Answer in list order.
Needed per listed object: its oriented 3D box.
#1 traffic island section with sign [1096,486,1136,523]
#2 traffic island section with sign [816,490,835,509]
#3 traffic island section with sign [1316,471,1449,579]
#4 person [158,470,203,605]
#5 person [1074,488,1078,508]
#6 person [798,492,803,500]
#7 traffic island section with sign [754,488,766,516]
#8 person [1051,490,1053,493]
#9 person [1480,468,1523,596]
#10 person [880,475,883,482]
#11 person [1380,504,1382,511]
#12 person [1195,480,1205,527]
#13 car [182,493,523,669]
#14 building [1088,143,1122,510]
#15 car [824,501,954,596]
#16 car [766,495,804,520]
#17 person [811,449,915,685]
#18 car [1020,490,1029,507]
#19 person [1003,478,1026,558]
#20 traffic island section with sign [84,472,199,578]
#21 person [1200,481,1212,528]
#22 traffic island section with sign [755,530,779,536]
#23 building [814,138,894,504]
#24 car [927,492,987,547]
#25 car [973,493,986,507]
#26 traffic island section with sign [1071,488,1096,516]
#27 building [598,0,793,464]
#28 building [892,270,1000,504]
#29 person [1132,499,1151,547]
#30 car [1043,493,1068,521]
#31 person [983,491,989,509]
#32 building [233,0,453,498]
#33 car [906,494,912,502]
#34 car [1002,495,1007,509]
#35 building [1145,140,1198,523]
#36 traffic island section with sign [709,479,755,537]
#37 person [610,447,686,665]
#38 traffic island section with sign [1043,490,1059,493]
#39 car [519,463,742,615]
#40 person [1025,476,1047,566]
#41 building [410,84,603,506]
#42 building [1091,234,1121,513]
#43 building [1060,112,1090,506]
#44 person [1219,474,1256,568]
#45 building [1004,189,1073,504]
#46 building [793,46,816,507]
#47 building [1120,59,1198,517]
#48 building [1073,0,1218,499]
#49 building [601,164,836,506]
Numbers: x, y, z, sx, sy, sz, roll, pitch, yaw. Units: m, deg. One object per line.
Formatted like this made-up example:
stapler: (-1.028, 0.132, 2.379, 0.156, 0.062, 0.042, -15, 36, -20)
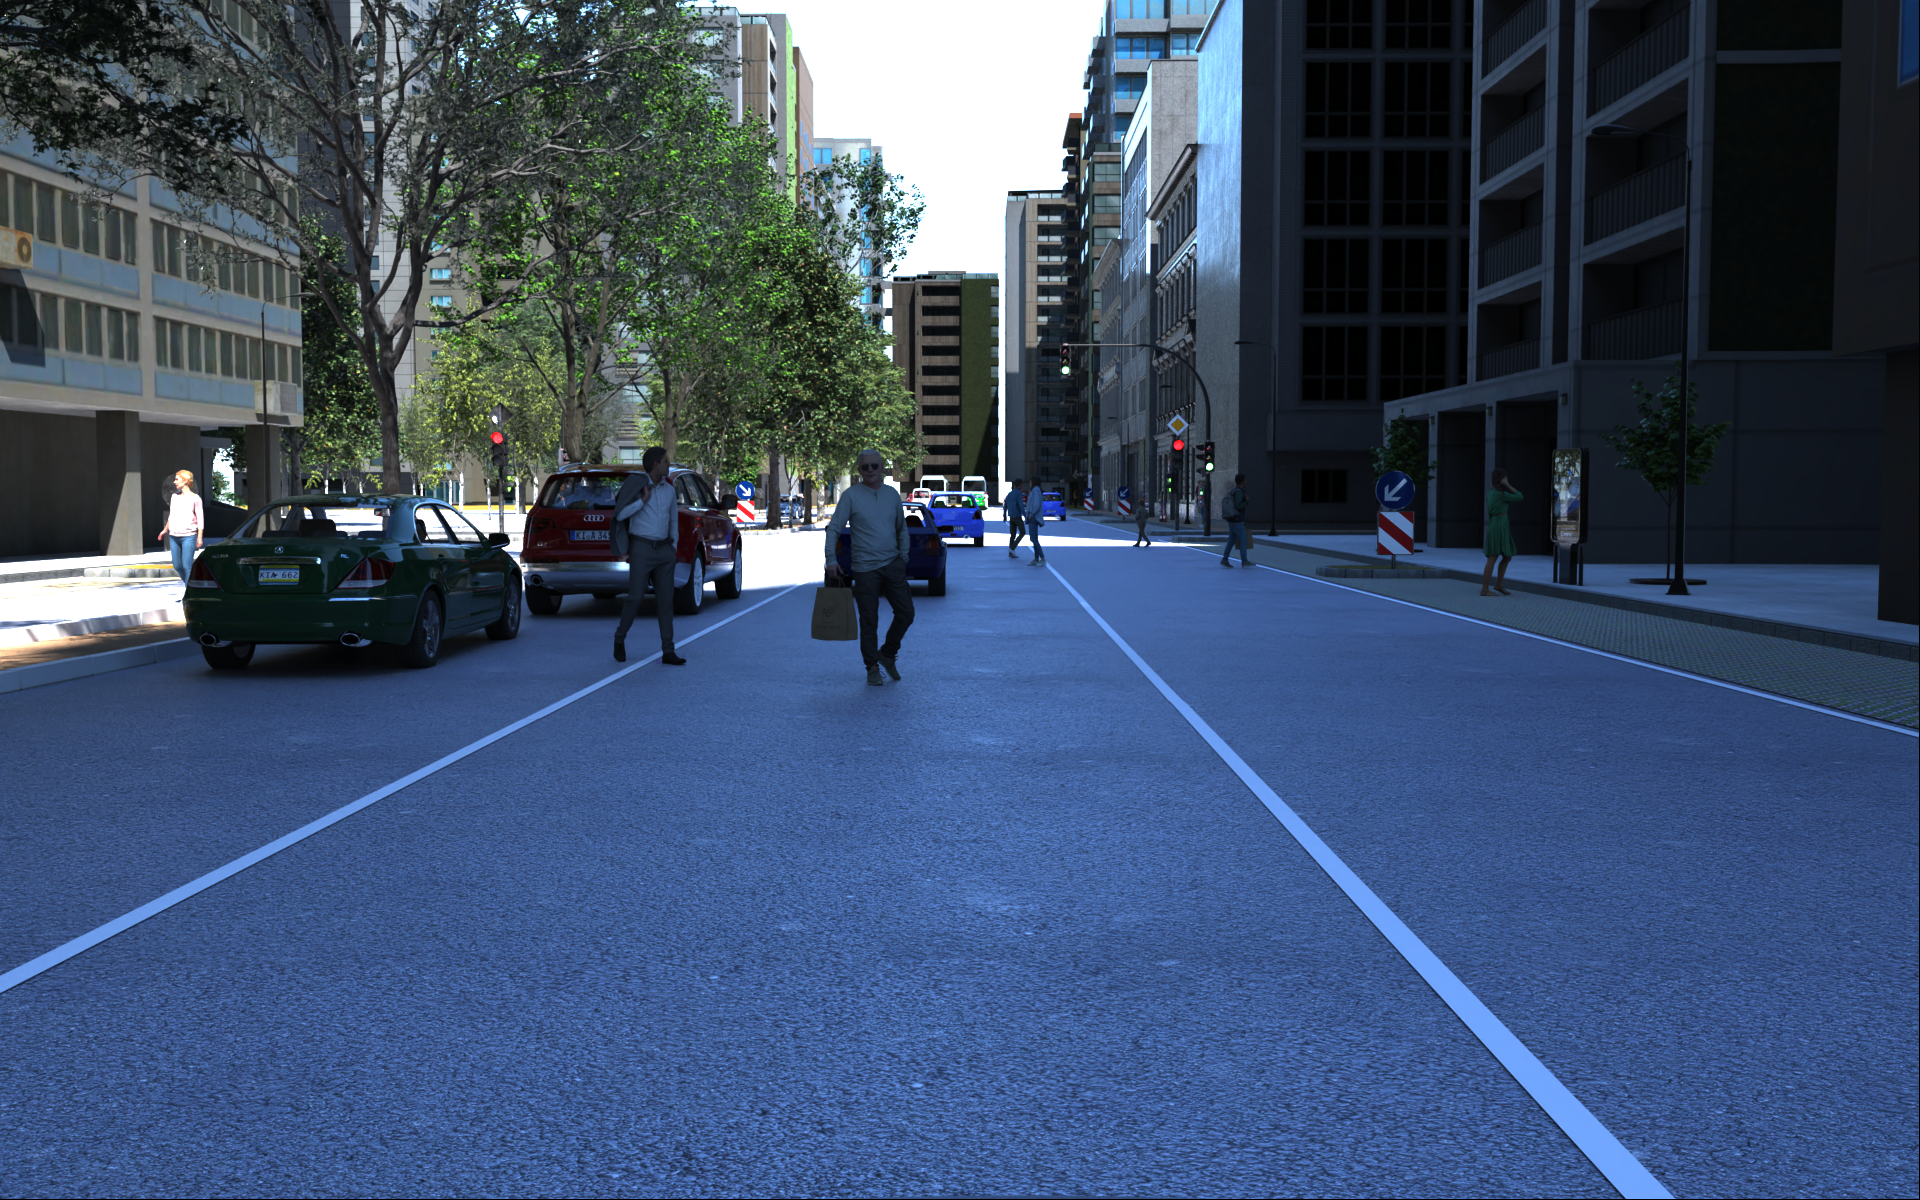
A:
traffic island section with sign: (7.898, -4.685, 85.232, 1.989, 1.847, 2.006, 0, 4, 1)
traffic island section with sign: (-12.431, -9.431, 162.819, 1.989, 1.847, 2.006, 0, 4, 1)
traffic island section with sign: (7.275, -1.314, 30.116, 1.989, 1.847, 2.006, 0, 4, 1)
person: (-10.111, -0.820, 22.576, 0.731, 1.740, 0.598, 0, 4, 6)
person: (10.521, -9.224, 156.942, 0.705, 1.812, 1.348, 0, 3, 0)
person: (-14.600, -9.140, 158.672, 0.628, 1.438, 0.799, 0, 4, -4)
traffic island section with sign: (-13.008, -6.349, 112.437, 1.989, 1.847, 2.006, 0, 4, 1)
person: (11.302, -12.499, 210.950, 0.990, 1.755, 0.434, -1, 4, -22)
person: (7.523, -0.949, 24.271, 0.529, 1.795, 0.600, -1, 4, -13)
person: (-1.672, -1.671, 35.695, 0.514, 1.842, 0.818, -2, 4, -29)
person: (13.684, -2.872, 55.473, 0.555, 1.821, 0.388, 2, 4, 29)
person: (9.470, -3.784, 67.879, 0.573, 1.828, 0.580, -3, 5, -42)
car: (-5.284, -0.236, 15.660, 2.131, 1.459, 4.920, 0, 4, -1)
building: (17.711, -22.854, 145.358, 14.160, 30.474, 14.107, 0, 4, 1)
car: (-1.063, -0.802, 25.698, 1.945, 1.354, 3.894, 0, 4, -1)
car: (-9.981, -5.323, 99.037, 2.014, 1.417, 4.499, 0, 4, 2)
person: (-0.737, -0.247, 13.020, 0.782, 1.767, 0.515, -2, 4, -29)
car: (5.684, -9.322, 161.086, 2.281, 1.827, 5.304, 0, 4, 0)
person: (1.222, -1.831, 38.788, 0.444, 1.785, 0.601, -2, 4, -30)
traffic island section with sign: (-13.937, -1.333, 30.429, 1.989, 1.847, 2.006, 0, 4, 1)
person: (9.370, -3.652, 66.019, 0.793, 1.790, 0.793, 1, 4, 17)
traffic island section with sign: (-7.401, -3.201, 60.467, 2.006, 1.907, 1.989, 0, 4, 1)
building: (-24.045, -37.392, 230.973, 30.456, 49.044, 23.786, 0, 4, 1)
car: (-0.208, -2.363, 48.226, 1.945, 1.707, 3.694, 0, 4, -1)
car: (1.394, -9.187, 159.011, 1.959, 1.807, 4.718, 0, 4, -1)
traffic island section with sign: (8.217, -6.353, 112.500, 1.989, 1.847, 2.006, 0, 4, 1)
building: (-21.453, -28.107, 143.139, 14.154, 41.232, 14.086, 0, 4, 1)
building: (-1.816, -27.839, 226.860, 14.107, 30.474, 14.160, 0, 4, 1)
person: (4.894, -2.076, 46.715, 0.640, 1.303, 0.475, 3, 4, 37)
car: (4.864, -5.153, 93.835, 1.945, 1.707, 3.694, 0, 4, 2)
person: (2.448, -9.554, 165.382, 0.621, 1.740, 0.551, 2, 4, 25)
building: (-70.753, -46.678, 201.431, 20.611, 71.187, 20.563, 0, 4, 1)
car: (-3.733, -8.730, 151.777, 2.155, 1.783, 4.494, 0, 4, 2)
car: (5.087, -9.504, 167.750, 2.083, 1.381, 4.827, 0, 4, 2)
building: (15.134, -13.430, 84.215, 10.561, 19.102, 19.286, 0, 4, 1)
traffic island section with sign: (-7.496, -2.748, 53.061, 2.006, 1.907, 1.989, 0, 4, 1)
person: (-2.663, -0.370, 14.656, 0.850, 1.850, 0.679, 3, 5, 42)
traffic island section with sign: (8.796, -9.425, 162.727, 1.989, 1.847, 2.006, 0, 4, 1)
car: (-4.074, -0.823, 22.132, 2.281, 1.827, 5.304, 0, 4, 1)
person: (1.523, -1.579, 34.578, 0.793, 1.790, 0.793, -2, 4, -28)
building: (-49.654, -35.333, 201.402, 21.600, 48.544, 21.300, 0, 4, 1)
building: (15.880, -17.676, 125.156, 11.583, 22.565, 21.152, 0, 4, 1)
building: (22.770, -33.155, 196.713, 22.147, 44.769, 28.867, 0, 4, 1)
person: (5.357, -1.521, 33.347, 0.713, 1.824, 0.794, 1, 4, 12)
building: (12.846, -33.170, 225.926, 14.086, 41.232, 14.154, 0, 4, 1)
building: (-21.931, -31.871, 171.197, 14.600, 45.320, 14.200, 0, 4, 1)
building: (16.500, -17.521, 104.486, 12.078, 24.808, 19.932, 0, 4, 1)
building: (23.295, -33.478, 166.969, 23.786, 49.044, 30.456, 0, 4, 1)
building: (-26.547, -30.807, 195.582, 23.993, 40.220, 32.217, 0, 4, 1)
